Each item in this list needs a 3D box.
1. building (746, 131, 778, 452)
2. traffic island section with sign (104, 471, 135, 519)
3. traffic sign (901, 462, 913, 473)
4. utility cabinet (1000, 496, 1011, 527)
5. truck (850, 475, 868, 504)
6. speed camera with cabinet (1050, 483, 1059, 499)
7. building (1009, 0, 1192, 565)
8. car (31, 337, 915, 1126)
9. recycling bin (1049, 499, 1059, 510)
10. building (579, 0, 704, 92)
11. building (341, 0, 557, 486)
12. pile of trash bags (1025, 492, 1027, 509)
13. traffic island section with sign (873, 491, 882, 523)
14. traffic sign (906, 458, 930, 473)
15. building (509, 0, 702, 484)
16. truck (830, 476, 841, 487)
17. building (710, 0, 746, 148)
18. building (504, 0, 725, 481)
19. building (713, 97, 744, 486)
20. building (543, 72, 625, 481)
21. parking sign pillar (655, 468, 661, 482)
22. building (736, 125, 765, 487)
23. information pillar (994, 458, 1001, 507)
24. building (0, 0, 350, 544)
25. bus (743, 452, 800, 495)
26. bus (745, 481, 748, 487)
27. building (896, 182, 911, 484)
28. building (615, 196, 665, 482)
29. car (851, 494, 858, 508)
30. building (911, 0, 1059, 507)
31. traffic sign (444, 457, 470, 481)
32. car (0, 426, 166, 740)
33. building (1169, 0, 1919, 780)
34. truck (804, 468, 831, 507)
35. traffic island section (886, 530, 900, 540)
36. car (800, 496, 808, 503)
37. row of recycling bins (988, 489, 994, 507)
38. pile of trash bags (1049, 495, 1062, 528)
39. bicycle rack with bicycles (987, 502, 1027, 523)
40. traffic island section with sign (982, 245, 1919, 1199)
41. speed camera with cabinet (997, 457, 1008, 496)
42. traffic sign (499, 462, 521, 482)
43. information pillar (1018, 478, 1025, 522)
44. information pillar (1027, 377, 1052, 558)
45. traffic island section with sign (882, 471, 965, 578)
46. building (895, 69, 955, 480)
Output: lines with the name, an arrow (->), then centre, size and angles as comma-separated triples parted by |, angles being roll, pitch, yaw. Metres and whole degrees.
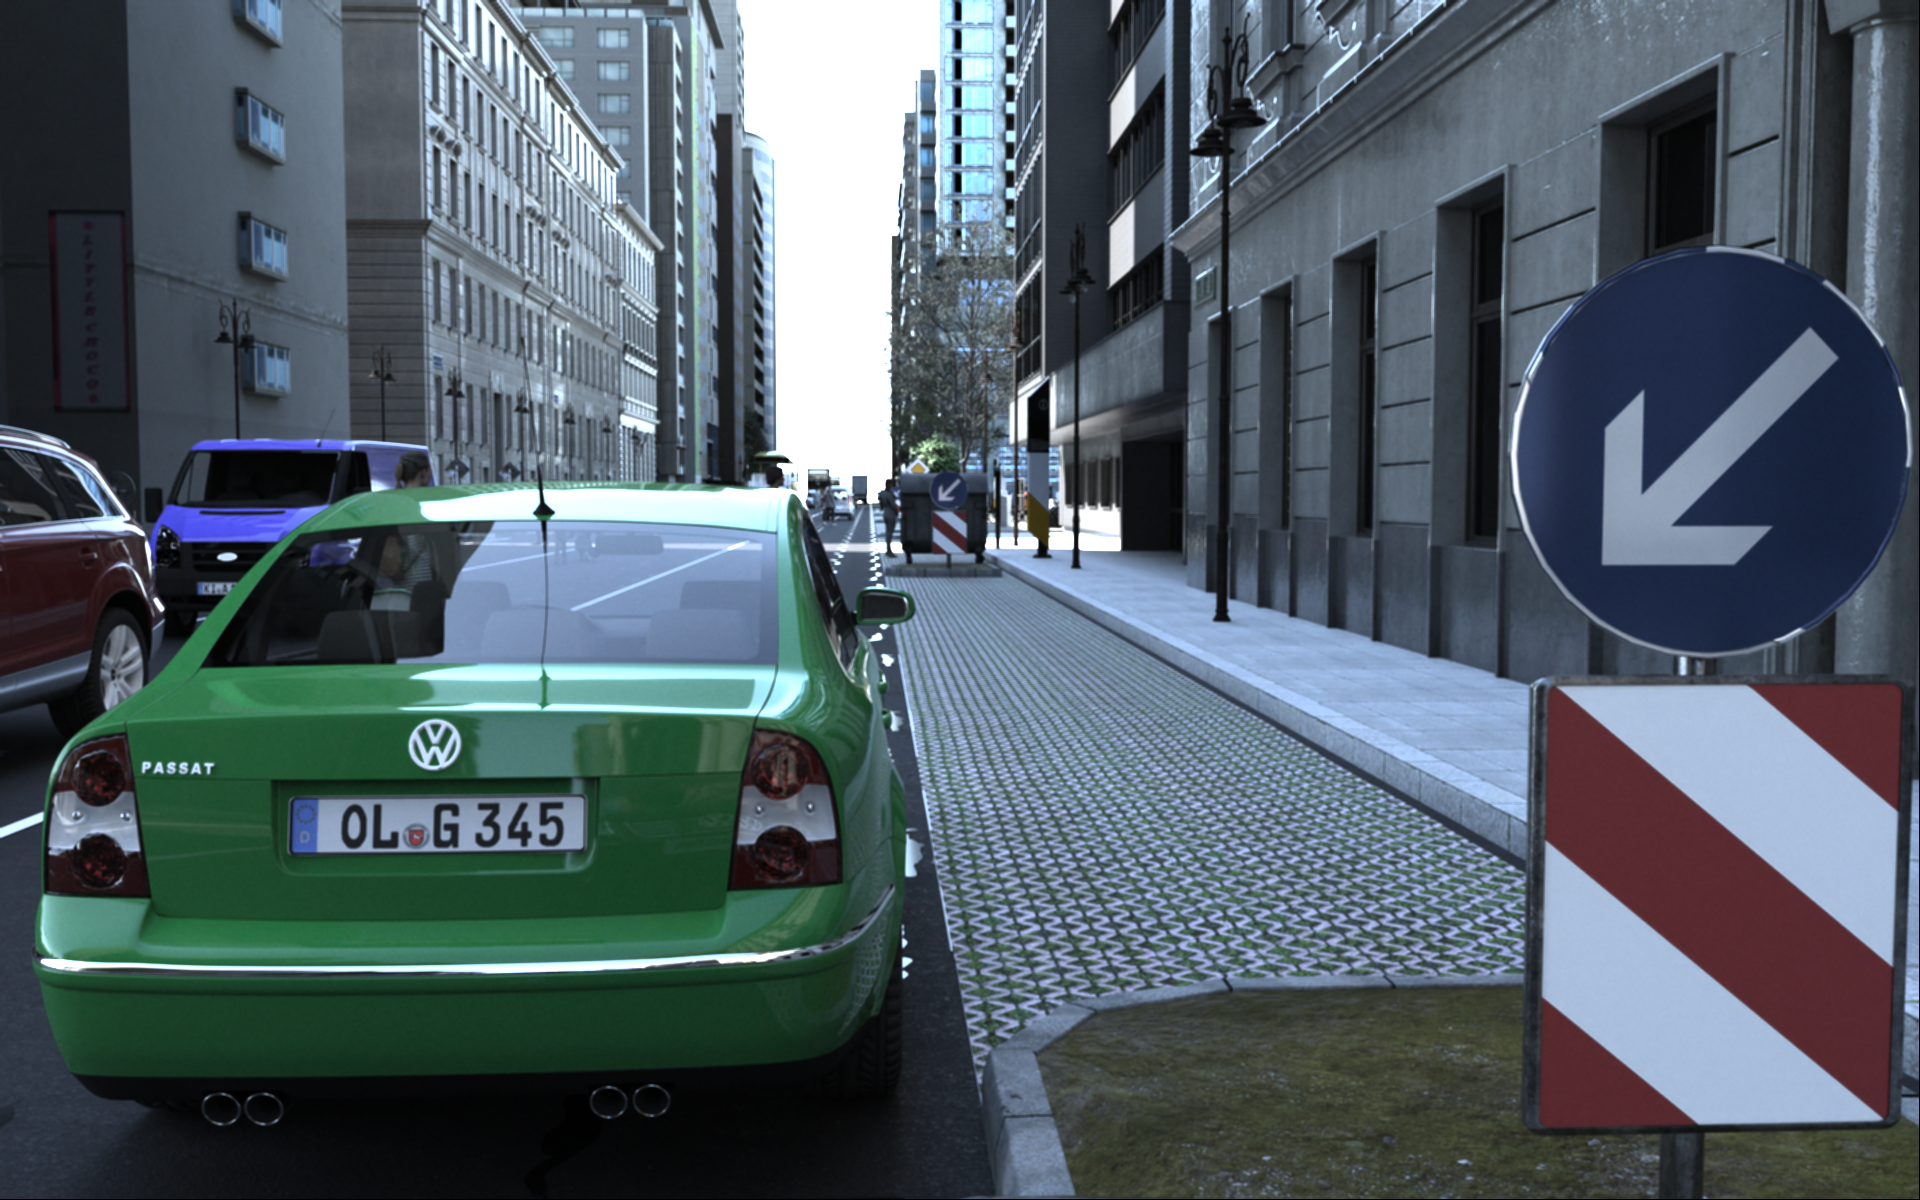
building -> -40.381, -44.862, 275.484 | 21.231, 58.520, 28.212 | 0, 4, -3
traffic island section with sign -> -14.510, -1.267, 29.337 | 1.989, 1.847, 2.006 | 0, 4, -3
traffic sign -> -1.727, -3.723, 63.060 | 0.795, 2.593, 0.064 | 0, 4, -3
utility cabinet -> 1.813, -3.500, 68.383 | 0.306, 1.237, 1.020 | 1, 4, 11
truck -> -14.972, -16.459, 258.024 | 2.839, 4.237, 11.283 | 0, 4, -4
speed camera with cabinet -> 7.371, -8.560, 134.293 | 2.038, 3.252, 0.660 | 0, 4, -4
building -> 9.365, -13.475, 39.379 | 14.314, 24.678, 30.058 | 0, 4, -3
car -> -1.099, 0.205, 5.441 | 1.959, 1.807, 4.718 | 0, 4, -3
recycling bin -> 4.647, -4.335, 83.427 | 0.722, 1.027, 0.722 | -1, 4, -21
building -> -30.716, -31.026, 157.391 | 14.600, 45.320, 14.200 | 0, 4, -3
building -> -25.615, -16.930, 74.076 | 12.463, 27.353, 25.104 | 0, 4, -3
pile of trash bags -> 4.437, -4.708, 86.721 | 3.447, 1.369, 1.912 | 2, 4, 32
traffic island section with sign -> -3.203, -4.713, 85.685 | 1.989, 1.847, 2.006 | 0, 4, -3
traffic sign -> -1.312, -3.235, 55.086 | 0.795, 2.593, 0.064 | 0, 4, -3
building -> -29.320, -28.126, 143.452 | 14.154, 41.232, 14.086 | 0, 4, -3
truck -> -19.978, -17.292, 271.643 | 2.839, 4.237, 11.283 | 0, 4, -3
building -> -39.249, -49.688, 250.642 | 20.563, 71.187, 20.611 | 0, 4, -3
building -> -39.354, -36.000, 177.833 | 28.713, 52.752, 27.495 | 0, 4, -3
building -> -32.477, -33.613, 199.687 | 14.600, 45.320, 14.200 | 0, 4, -3
building -> -27.107, -18.478, 99.382 | 12.463, 27.353, 25.104 | 0, 4, -3
parking sign pillar -> -23.945, -8.944, 134.707 | 1.447, 3.967, 1.447 | 1, 4, 23
building -> -37.427, -37.103, 230.333 | 21.300, 48.544, 21.600 | 0, 4, -3
information pillar -> 2.426, -7.425, 112.754 | 0.504, 3.616, 0.183 | 1, 4, 11
building -> -28.089, -25.408, 39.122 | 21.600, 48.544, 21.300 | 0, 4, -3
bus -> -11.174, -6.892, 104.224 | 2.896, 3.916, 12.252 | 0, 4, -3
bus -> -17.581, -10.001, 158.382 | 2.948, 3.499, 13.247 | 0, 4, -1
building -> 2.362, -35.745, 239.048 | 22.147, 44.769, 28.867 | 0, 4, -3
building -> -27.518, -17.951, 122.373 | 11.050, 23.489, 19.941 | 0, 4, -3
car -> -11.421, -10.161, 176.352 | 2.015, 1.641, 3.980 | 0, 4, -5
building -> 6.596, -52.217, 166.420 | 22.319, 86.520, 31.000 | 0, 4, -3
traffic sign -> -15.788, -3.191, 54.356 | 0.795, 2.593, 0.064 | 0, 4, -3
car -> -5.768, 0.012, 8.480 | 2.281, 1.827, 5.304 | 0, 4, -3
building -> 12.146, -13.815, 2.290 | 17.030, 29.872, 44.131 | 0, 4, -3
truck -> -15.419, -12.229, 188.852 | 2.839, 4.237, 11.283 | 0, 4, -3
traffic island section -> -1.289, -2.012, 55.170 | 2.009, 0.180, 2.903 | 0, 4, -3
car -> -11.152, -6.310, 115.754 | 1.945, 1.354, 3.894 | 0, 4, -5
row of recycling bins -> 1.322, -7.082, 122.903 | 3.534, 1.692, 1.069 | -1, 4, -13
pile of trash bags -> 5.078, -3.462, 66.354 | 3.447, 1.369, 1.912 | -2, 4, -26
bicycle rack with bicycles -> 2.107, -3.839, 76.151 | 2.925, 0.926, 2.852 | 2, 4, 30
traffic island section with sign -> 1.065, 0.310, 3.562 | 1.989, 1.847, 2.006 | 0, 4, -3
speed camera with cabinet -> 2.220, -5.977, 92.066 | 0.660, 3.252, 2.038 | 0, 4, -2
traffic sign -> -16.203, -3.678, 62.330 | 0.795, 2.593, 0.064 | 0, 4, -3
information pillar -> 2.792, -4.638, 80.315 | 0.304, 2.012, 0.304 | -3, 5, -41
information pillar -> 1.585, -2.651, 34.699 | 0.504, 3.616, 0.183 | -2, 4, -27
traffic island section with sign -> -0.330, -1.337, 30.481 | 1.989, 1.847, 2.006 | 0, 4, -3
building -> 4.526, -35.420, 198.732 | 23.786, 49.044, 30.456 | 0, 4, -3
